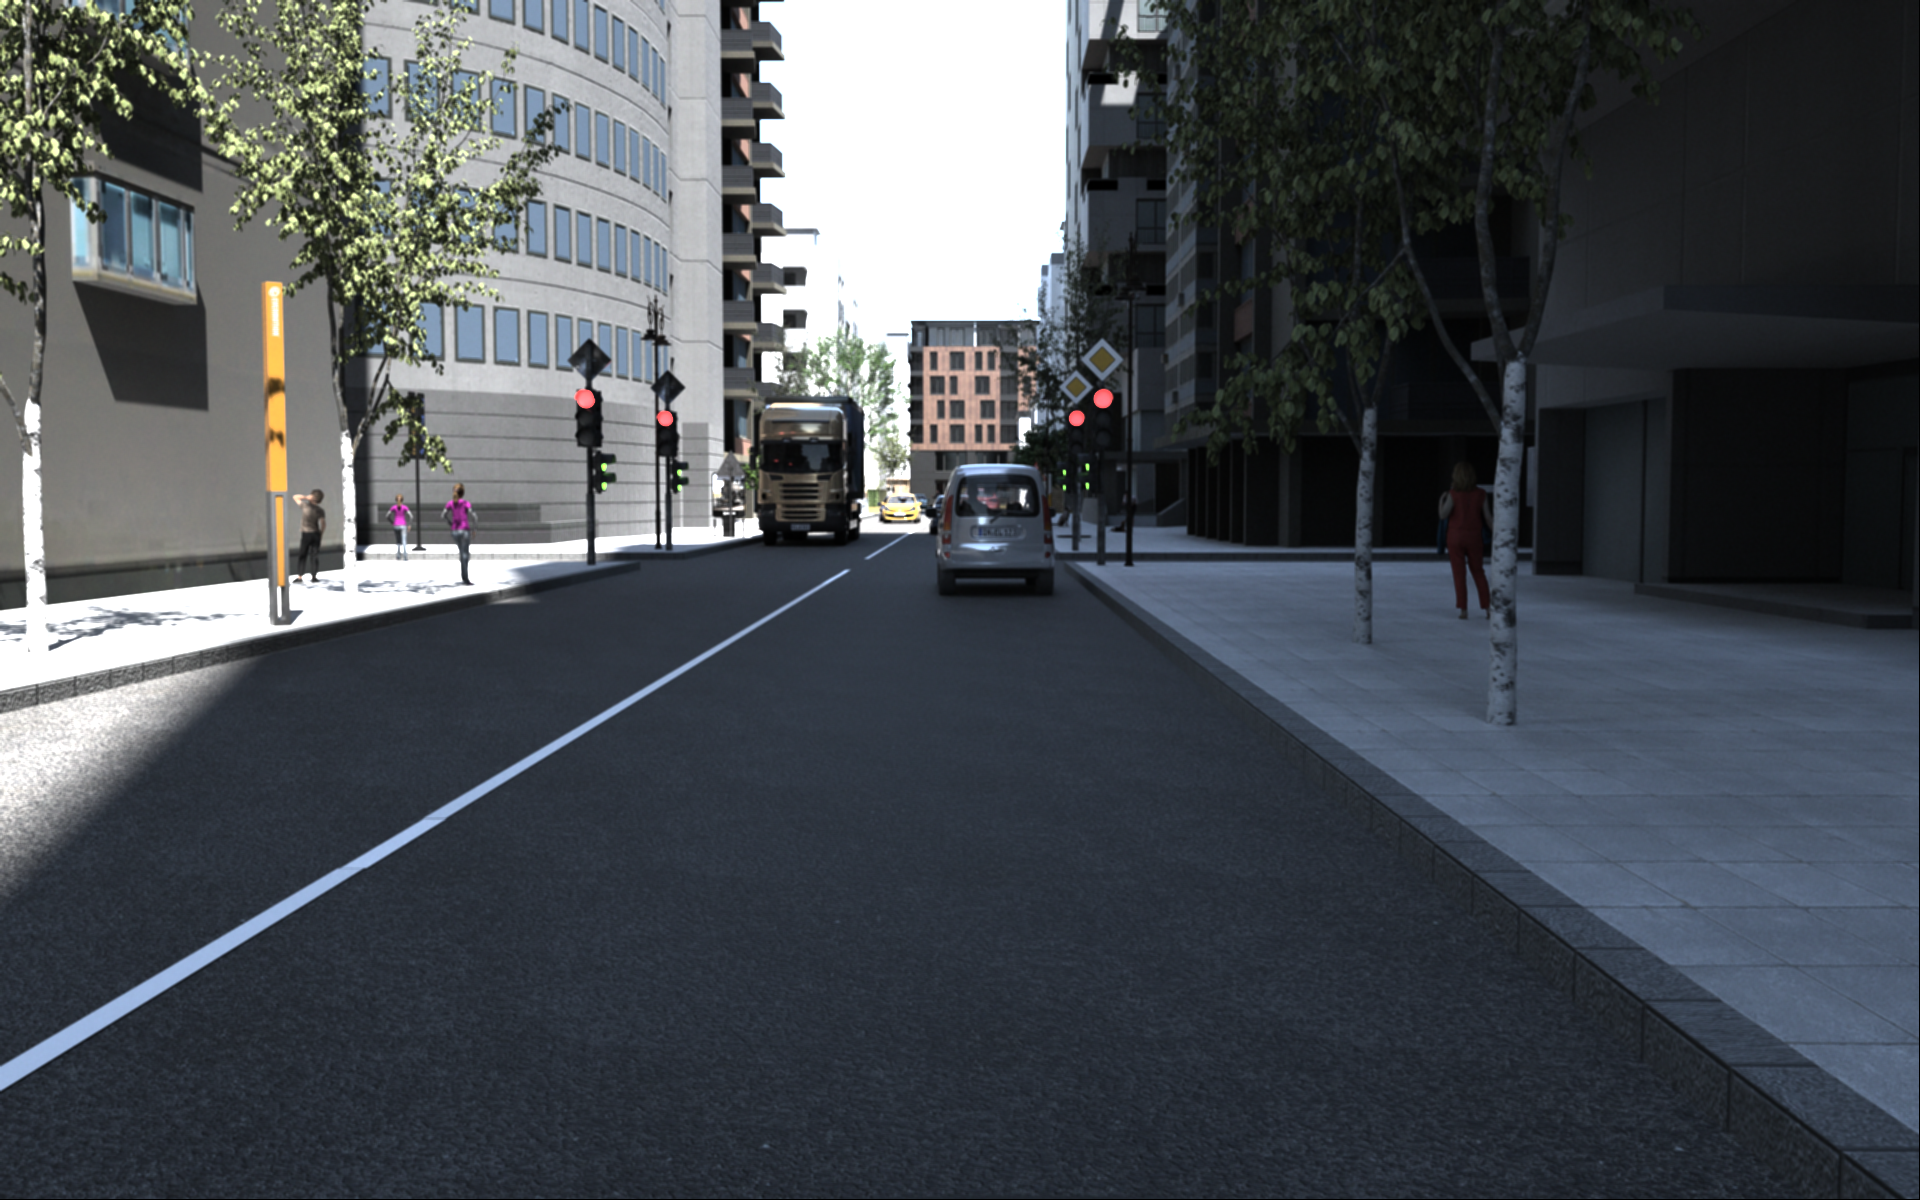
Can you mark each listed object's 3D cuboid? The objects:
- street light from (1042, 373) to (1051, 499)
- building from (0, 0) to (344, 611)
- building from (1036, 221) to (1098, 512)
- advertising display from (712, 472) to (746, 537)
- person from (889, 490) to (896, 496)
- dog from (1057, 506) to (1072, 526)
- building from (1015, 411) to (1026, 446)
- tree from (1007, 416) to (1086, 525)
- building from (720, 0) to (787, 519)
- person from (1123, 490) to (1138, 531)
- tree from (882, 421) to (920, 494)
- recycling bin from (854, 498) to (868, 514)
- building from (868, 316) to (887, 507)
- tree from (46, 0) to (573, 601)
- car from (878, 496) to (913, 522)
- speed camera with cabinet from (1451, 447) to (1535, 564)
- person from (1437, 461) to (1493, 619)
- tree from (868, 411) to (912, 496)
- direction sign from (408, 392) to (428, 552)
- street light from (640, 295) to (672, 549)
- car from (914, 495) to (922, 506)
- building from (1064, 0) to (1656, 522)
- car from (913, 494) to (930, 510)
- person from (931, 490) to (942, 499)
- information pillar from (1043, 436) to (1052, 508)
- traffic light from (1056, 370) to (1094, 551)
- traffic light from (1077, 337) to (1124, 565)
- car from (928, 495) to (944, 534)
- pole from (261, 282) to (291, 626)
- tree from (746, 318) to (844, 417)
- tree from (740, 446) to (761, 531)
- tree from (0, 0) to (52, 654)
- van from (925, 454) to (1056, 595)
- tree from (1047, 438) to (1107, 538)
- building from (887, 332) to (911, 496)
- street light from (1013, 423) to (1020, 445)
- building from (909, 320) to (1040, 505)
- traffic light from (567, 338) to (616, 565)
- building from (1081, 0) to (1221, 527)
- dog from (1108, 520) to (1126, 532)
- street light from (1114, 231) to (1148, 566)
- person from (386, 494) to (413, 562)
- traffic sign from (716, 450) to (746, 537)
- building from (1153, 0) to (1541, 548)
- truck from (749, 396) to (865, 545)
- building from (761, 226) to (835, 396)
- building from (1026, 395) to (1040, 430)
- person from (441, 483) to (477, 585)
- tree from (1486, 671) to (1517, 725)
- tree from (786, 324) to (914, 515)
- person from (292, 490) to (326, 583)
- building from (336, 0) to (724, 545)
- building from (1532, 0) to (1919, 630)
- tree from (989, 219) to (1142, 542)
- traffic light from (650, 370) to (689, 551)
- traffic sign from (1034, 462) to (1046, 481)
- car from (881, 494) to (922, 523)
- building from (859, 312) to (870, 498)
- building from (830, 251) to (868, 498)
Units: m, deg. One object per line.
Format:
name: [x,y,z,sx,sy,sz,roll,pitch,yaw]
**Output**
street light: [3.243,-5.596,64.275,0.468,5.910,1.993,0,4,0]
building: [-21.014,-24.085,17.488,21.600,48.544,21.300,0,4,0]
building: [13.635,-16.466,125.636,16.016,20.091,11.380,0,4,0]
advertising display: [-6.847,-2.819,51.308,0.974,1.923,0.123,0,4,-1]
person: [-6.974,-10.571,179.580,1.217,1.736,0.721,-2,4,-28]
dog: [4.106,-3.324,68.735,0.513,0.831,0.800,-1,4,-14]
building: [10.455,-14.225,174.734,9.099,9.664,28.070,0,4,0]
tree: [3.664,-5.413,72.217,4.285,4.588,4.351,0,3,0]
building: [-20.188,-26.191,82.840,22.147,44.769,28.867,0,4,0]
person: [5.514,-2.893,56.531,0.628,1.438,0.799,-1,4,-12]
tree: [-6.070,-13.744,175.071,4.360,8.622,3.978,0,3,0]
recycling bin: [-6.391,-6.077,111.916,0.722,1.027,0.722,-2,4,-34]
building: [-23.780,-19.197,180.334,31.486,18.905,16.747,0,4,0]
tree: [-7.081,-4.291,20.528,4.737,8.622,4.395,0,3,0]
car: [-3.338,-4.800,91.060,1.945,1.354,3.894,0,4,-1]
speed camera with cabinet: [10.141,-2.297,31.896,2.038,3.252,0.660,0,4,5]
person: [5.223,-0.616,17.814,0.593,1.614,0.444,2,4,28]
tree: [-6.182,-12.469,154.222,4.737,8.622,4.395,0,3,0]
direction sign: [-12.135,-2.859,38.746,0.379,3.537,0.876,0,4,4]
street light: [-7.058,-4.133,40.357,0.468,5.910,1.993,0,4,0]
car: [-3.721,-6.747,122.316,2.014,1.417,4.499,0,4,-1]
building: [20.127,-31.219,99.673,28.713,52.752,27.495,0,4,0]
car: [-3.461,-7.882,140.673,2.131,1.459,4.920,0,3,0]
person: [-1.714,-7.295,128.301,0.617,1.759,0.750,3,5,43]
information pillar: [3.532,-4.820,70.156,0.183,3.616,0.504,-2,4,-34]
traffic light: [2.601,-3.075,39.205,0.839,4.253,0.868,0,4,0]
traffic light: [2.535,-2.587,31.220,0.839,4.253,0.868,0,4,0]
car: [-0.178,-3.110,62.858,2.014,1.417,4.499,0,4,2]
pole: [-6.636,-1.404,16.799,0.158,3.312,0.155,0,3,0]
tree: [-6.899,-7.447,72.125,4.360,8.622,3.978,0,3,0]
tree: [-6.922,-4.075,61.229,1.663,3.219,1.824,0,3,0]
tree: [-7.686,-3.874,13.696,4.737,8.622,4.395,0,3,0]
van: [0.483,-1.161,25.995,2.013,2.044,4.112,0,4,-1]
tree: [3.374,-3.459,51.159,1.663,3.219,1.824,0,3,0]
building: [-11.573,-21.513,208.157,11.380,20.091,16.016,0,4,0]
street light: [3.699,-8.610,113.568,0.468,5.910,1.993,0,4,0]
building: [10.486,-22.601,213.504,32.646,21.610,27.936,0,4,0]
traffic light: [-6.666,-2.591,31.281,0.839,4.253,0.868,0,4,0]
building: [21.838,-23.389,74.293,32.217,40.220,23.993,0,4,0]
dog: [5.361,-2.485,58.365,0.550,0.427,0.748,-2,4,-32]
street light: [3.014,-3.542,30.706,0.468,5.910,1.993,0,4,0]
person: [-11.728,-1.502,36.298,0.726,1.434,0.776,-1,4,-14]
traffic sign: [-6.761,-3.126,51.109,0.884,2.594,0.081,0,4,1]
building: [20.493,-24.159,49.621,28.867,44.769,22.147,0,4,0]
truck: [-4.351,-3.847,51.811,2.839,4.237,11.283,0,4,0]
building: [-16.650,-16.146,120.404,16.016,20.091,11.380,0,4,0]
building: [10.773,-12.484,146.263,9.099,9.664,28.070,0,4,0]
person: [-7.005,-0.929,24.464,0.726,1.435,0.776,0,4,5]
tree: [3.042,-3.626,9.654,4.737,8.622,4.395,0,3,0]
tree: [-6.878,-11.111,107.425,9.928,11.665,9.643,0,3,0]
person: [-9.428,-0.924,25.060,0.435,1.345,0.340,-2,4,-33]
building: [-20.037,-31.298,53.726,21.231,58.520,28.212,0,4,0]
building: [20.106,-25.963,13.727,28.713,52.752,27.495,0,4,0]
tree: [3.087,-5.896,46.768,4.360,8.622,3.978,0,3,0]
traffic light: [-6.600,-3.079,39.266,0.839,4.253,0.868,0,4,0]
traffic sign: [3.074,-4.264,69.719,0.884,2.594,0.081,1,4,9]
car: [-2.870,-4.627,85.883,2.015,1.641,3.980,0,4,2]
building: [-16.586,-18.766,163.241,16.016,20.091,11.380,0,4,0]
building: [-17.170,-16.843,141.839,16.747,18.905,31.486,0,4,0]
